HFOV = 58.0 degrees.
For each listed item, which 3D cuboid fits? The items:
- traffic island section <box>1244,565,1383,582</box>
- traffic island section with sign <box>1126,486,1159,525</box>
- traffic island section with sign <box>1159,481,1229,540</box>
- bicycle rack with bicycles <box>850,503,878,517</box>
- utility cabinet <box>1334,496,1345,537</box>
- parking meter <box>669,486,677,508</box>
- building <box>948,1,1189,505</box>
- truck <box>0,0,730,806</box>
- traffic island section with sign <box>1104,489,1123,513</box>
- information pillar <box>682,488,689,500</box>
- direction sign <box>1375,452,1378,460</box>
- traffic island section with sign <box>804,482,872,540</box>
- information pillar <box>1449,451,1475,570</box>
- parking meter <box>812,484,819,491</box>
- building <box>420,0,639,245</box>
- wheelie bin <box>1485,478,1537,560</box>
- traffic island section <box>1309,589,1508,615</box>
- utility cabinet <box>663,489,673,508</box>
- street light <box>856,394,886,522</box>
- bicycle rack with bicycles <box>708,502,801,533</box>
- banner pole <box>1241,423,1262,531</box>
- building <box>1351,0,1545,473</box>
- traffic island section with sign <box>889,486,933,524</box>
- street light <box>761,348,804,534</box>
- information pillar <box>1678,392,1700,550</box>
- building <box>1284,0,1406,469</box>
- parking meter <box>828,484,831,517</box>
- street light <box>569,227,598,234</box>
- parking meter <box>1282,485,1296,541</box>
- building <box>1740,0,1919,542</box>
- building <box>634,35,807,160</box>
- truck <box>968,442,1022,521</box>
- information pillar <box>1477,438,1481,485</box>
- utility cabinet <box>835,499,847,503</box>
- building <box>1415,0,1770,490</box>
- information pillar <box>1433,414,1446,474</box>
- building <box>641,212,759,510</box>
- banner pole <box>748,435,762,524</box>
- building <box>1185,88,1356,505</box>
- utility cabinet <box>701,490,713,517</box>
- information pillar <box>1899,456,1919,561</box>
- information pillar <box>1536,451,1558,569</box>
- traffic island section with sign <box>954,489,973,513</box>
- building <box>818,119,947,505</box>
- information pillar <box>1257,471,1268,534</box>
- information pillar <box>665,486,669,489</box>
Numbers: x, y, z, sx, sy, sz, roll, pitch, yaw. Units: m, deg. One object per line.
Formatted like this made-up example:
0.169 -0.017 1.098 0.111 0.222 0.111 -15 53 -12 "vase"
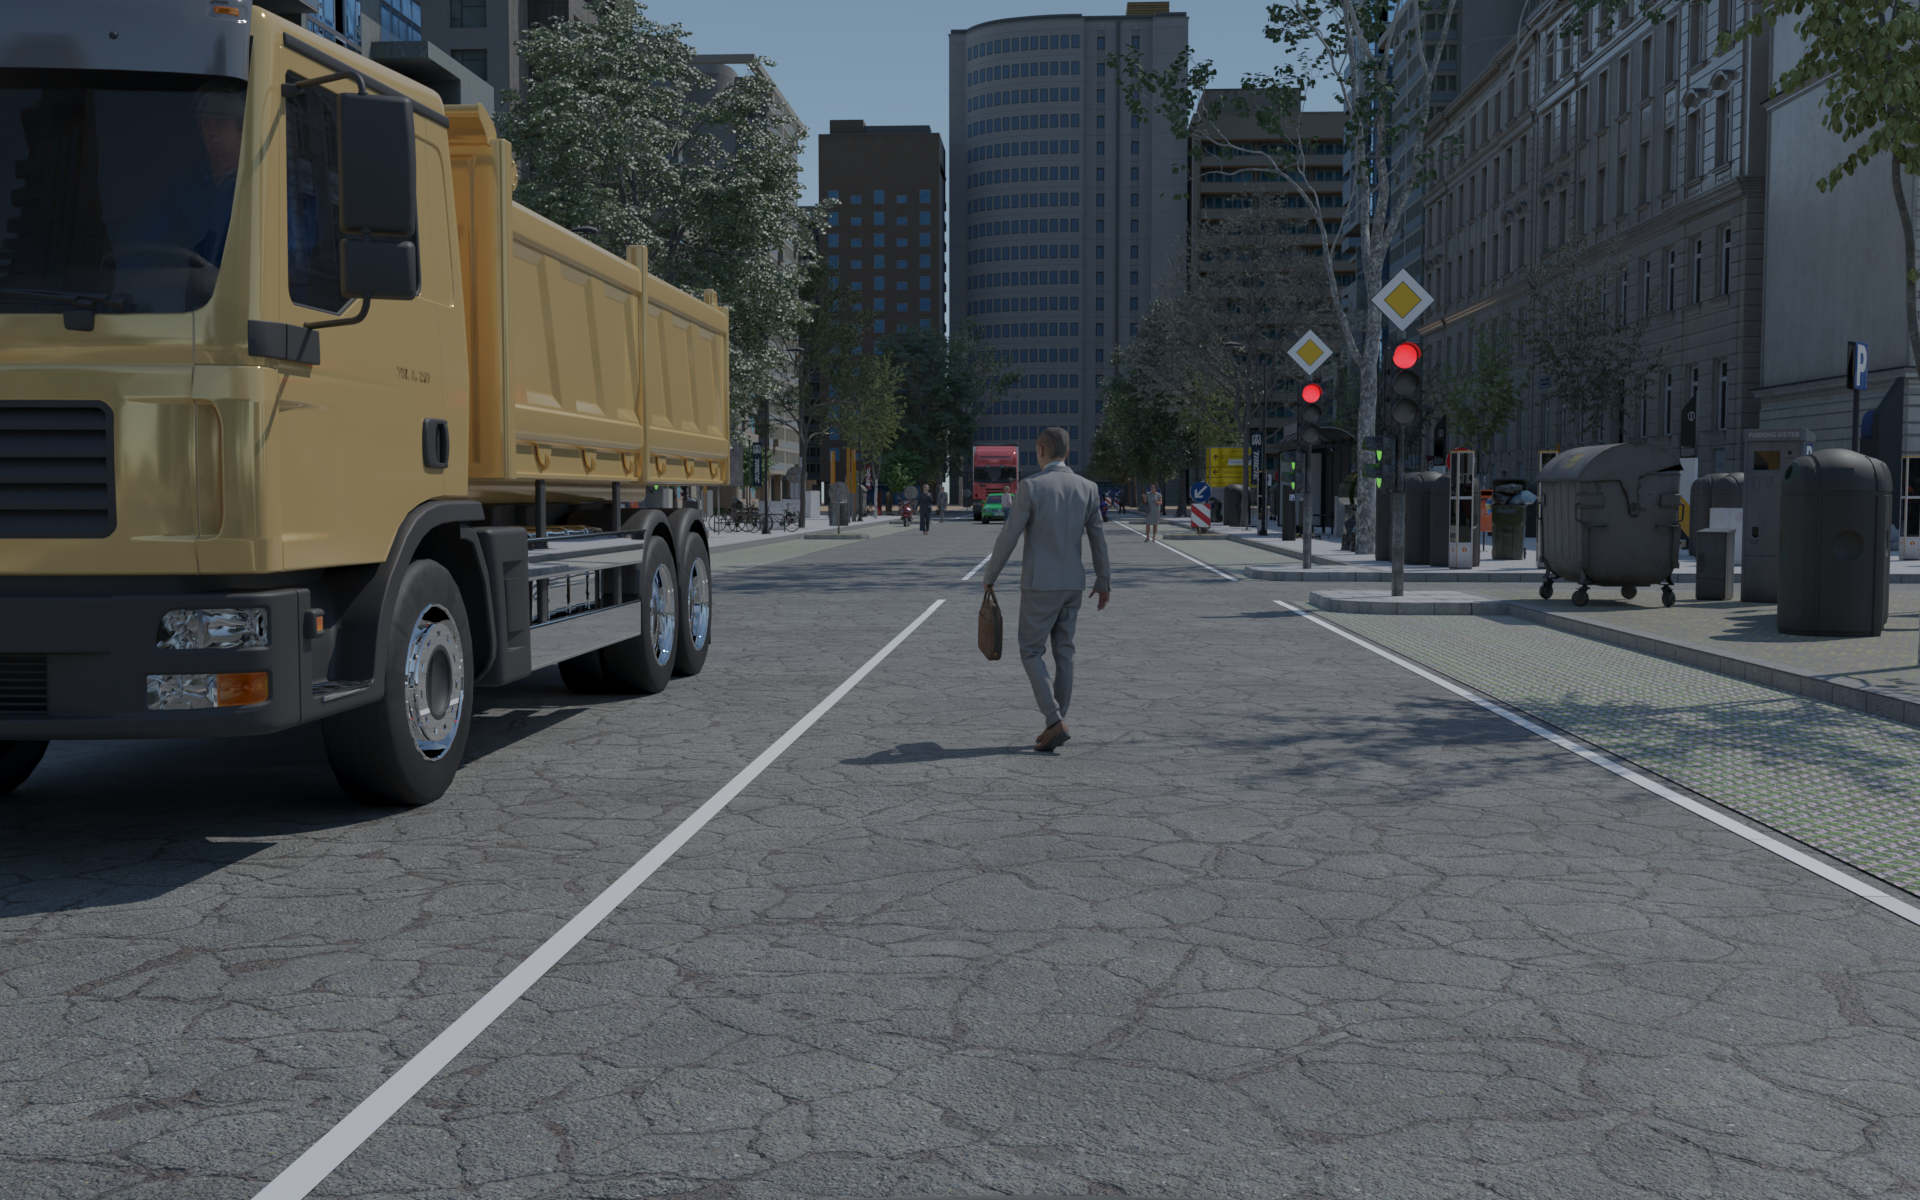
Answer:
5.984 -0.458 29.765 2.009 0.180 2.903 0 4 3 "traffic island section"
8.985 -4.468 81.678 1.989 1.847 2.006 0 4 3 "traffic island section with sign"
7.415 -2.813 54.612 1.989 1.847 2.006 0 4 3 "traffic island section with sign"
-6.053 -5.146 97.524 2.925 0.926 2.852 -1 4 -13 "bicycle rack with bicycles"
11.629 -2.454 51.283 1.020 1.237 0.306 0 4 -3 "utility cabinet"
-16.755 -5.841 101.208 0.399 1.863 0.255 1 4 22 "parking meter"
12.911 -40.986 212.126 28.212 58.520 21.231 0 4 3 "building"
-3.519 -0.870 10.144 3.469 3.379 9.791 0 4 3 "truck"
11.852 -7.514 131.483 1.989 1.847 2.006 0 4 3 "traffic island section with sign"
-15.725 -5.795 99.232 0.304 2.012 0.304 0 4 0 "information pillar"
20.448 -5.723 85.563 0.379 3.537 0.876 -1 4 -11 "direction sign"
-3.844 -2.838 55.034 1.989 1.847 2.006 0 4 3 "traffic island section with sign"
8.550 -1.531 29.527 0.304 2.012 0.304 -1 4 -9 "information pillar"
-8.046 -5.553 96.496 0.399 1.863 0.255 -1 4 -9 "parking meter"
-25.333 -19.493 90.413 14.160 30.474 14.107 0 4 3 "building"
10.754 -1.586 33.841 0.980 1.594 0.693 1 4 22 "wheelie bin"
5.525 0.030 21.793 2.009 0.180 2.903 0 4 3 "traffic island section"
-12.438 -3.844 71.533 1.173 1.500 0.318 2 4 24 "utility cabinet"
-4.125 -6.611 80.626 1.470 5.913 1.316 0 4 3 "street light"
-7.105 -2.718 57.815 2.925 0.926 2.852 1 4 18 "bicycle rack with bicycles"
10.246 -4.321 60.670 0.401 3.779 0.863 -3 5 -42 "banner pole"
43.393 -26.197 120.204 32.217 40.220 23.993 0 4 3 "building"
-2.284 -4.494 82.104 1.989 1.847 2.006 0 4 3 "traffic island section with sign"
-5.657 -5.055 55.185 1.470 5.913 1.316 0 4 3 "street light"
16.784 -2.967 39.868 0.183 3.616 0.504 -1 4 -20 "information pillar"
41.093 -51.011 146.701 22.319 86.520 31.000 0 4 3 "building"
-7.088 -5.481 95.317 0.255 1.863 0.399 1 4 17 "parking meter"
-6.986 -3.531 30.270 1.470 5.913 1.316 0 4 3 "street light"
9.025 -2.391 47.496 0.372 1.533 0.369 0 3 0 "parking meter"
32.875 -11.154 46.995 19.286 19.102 10.561 0 4 3 "building"
-26.694 -28.187 152.737 23.993 40.220 32.217 0 4 3 "building"
1.998 -6.555 96.091 2.839 4.237 11.283 0 4 2 "truck"
21.563 -4.936 72.053 0.183 3.616 0.504 1 4 21 "information pillar"
-5.947 -4.660 87.357 0.306 1.237 1.020 2 4 32 "utility cabinet"
32.464 -17.938 90.557 12.463 27.353 25.104 0 4 3 "building"
14.125 -3.648 51.001 0.183 3.616 0.504 -1 4 -21 "information pillar"
-30.422 -16.917 121.626 27.650 21.520 28.899 0 4 3 "building"
-8.726 -5.101 73.419 0.863 3.779 0.401 2 4 29 "banner pole"
37.927 -35.882 210.373 21.600 48.544 21.300 0 4 3 "building"
-13.972 -5.326 95.765 0.318 1.500 1.173 -2 4 -26 "utility cabinet"
18.358 -1.770 33.428 0.304 2.012 0.304 1 4 11 "information pillar"
10.032 -1.536 29.609 0.304 2.012 0.304 1 4 13 "information pillar"
0.605 -7.552 132.101 1.989 1.847 2.006 0 4 3 "traffic island section with sign"
-9.088 -34.257 210.217 14.200 45.320 14.600 0 4 3 "building"
9.677 -3.114 55.403 0.304 2.012 0.304 1 4 16 "information pillar"
-17.454 -6.066 103.668 0.304 2.012 0.304 2 4 33 "information pillar"
